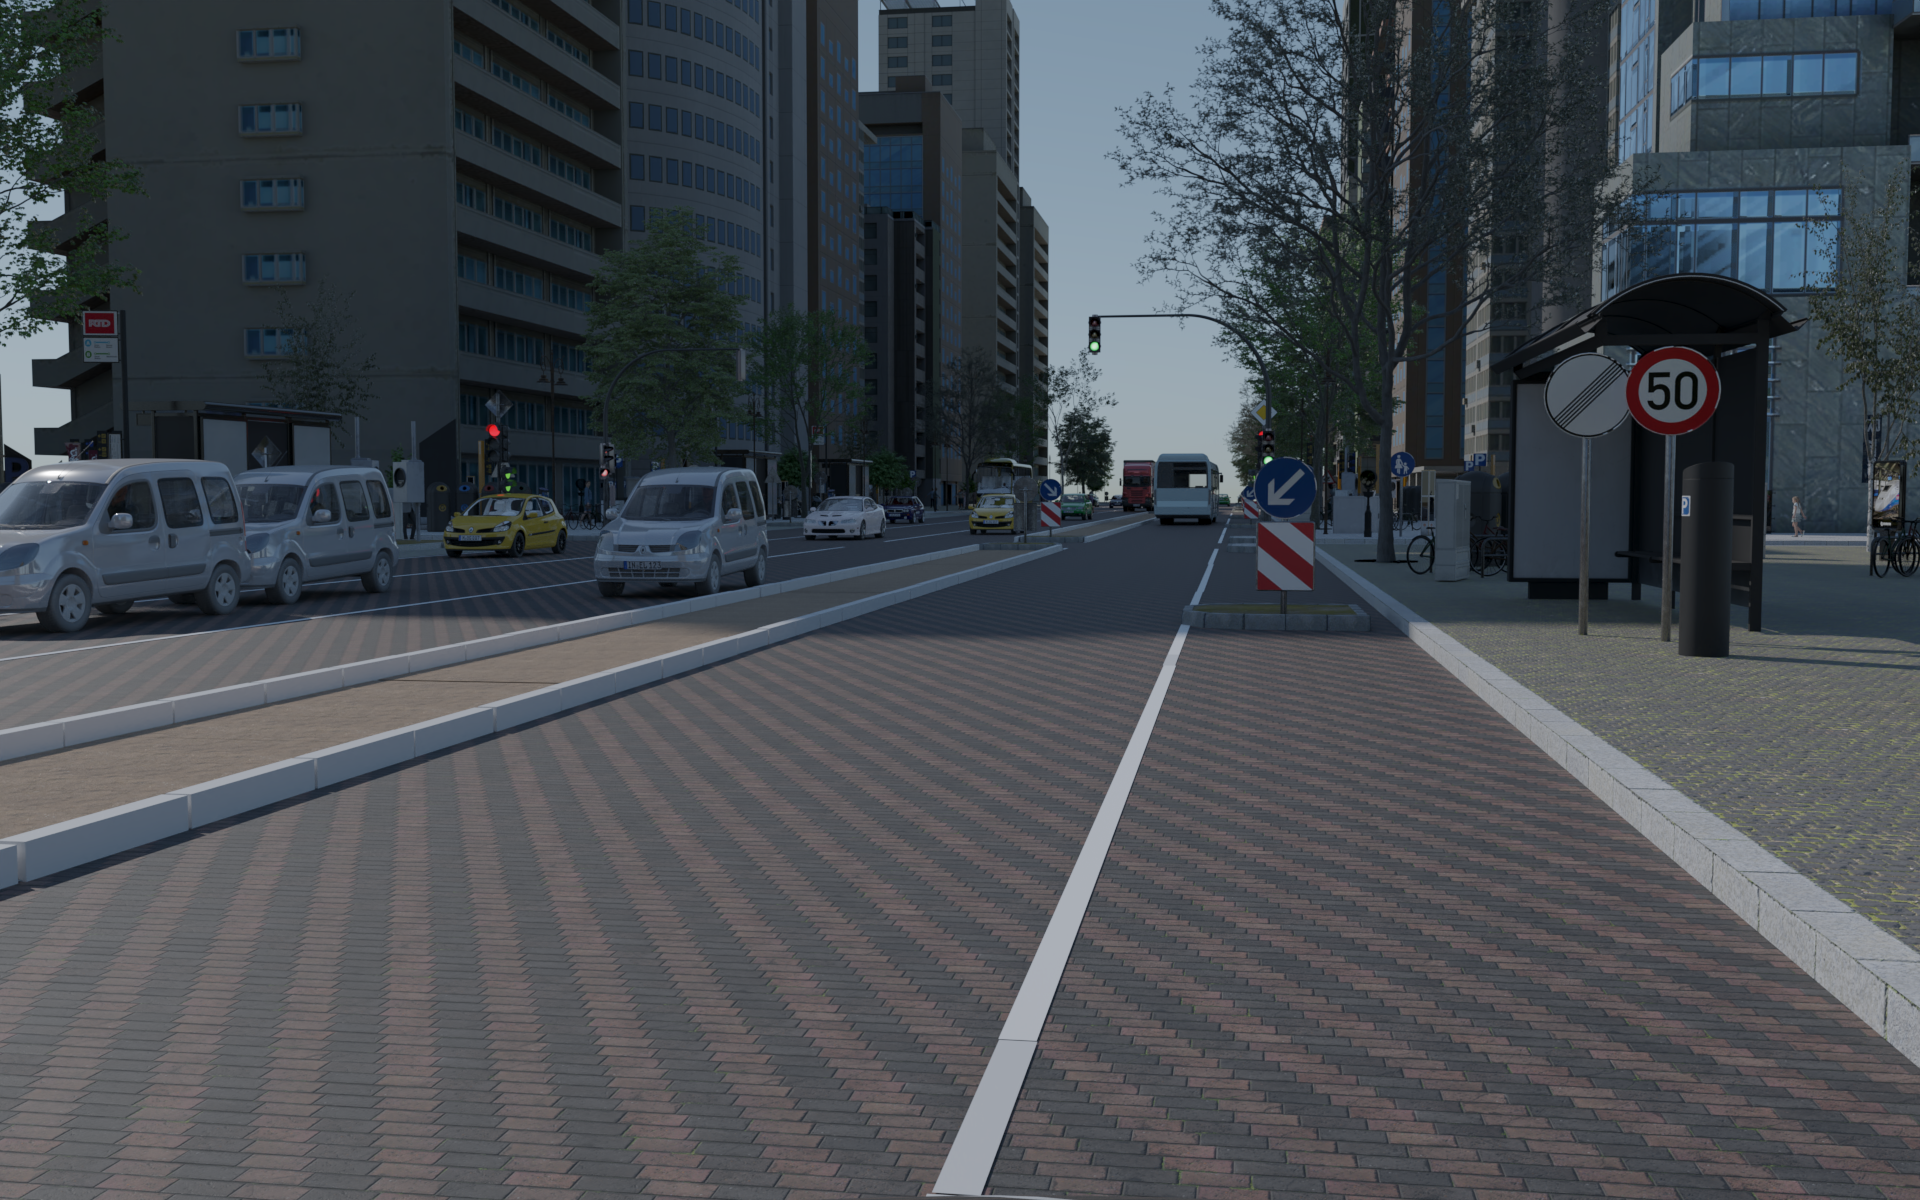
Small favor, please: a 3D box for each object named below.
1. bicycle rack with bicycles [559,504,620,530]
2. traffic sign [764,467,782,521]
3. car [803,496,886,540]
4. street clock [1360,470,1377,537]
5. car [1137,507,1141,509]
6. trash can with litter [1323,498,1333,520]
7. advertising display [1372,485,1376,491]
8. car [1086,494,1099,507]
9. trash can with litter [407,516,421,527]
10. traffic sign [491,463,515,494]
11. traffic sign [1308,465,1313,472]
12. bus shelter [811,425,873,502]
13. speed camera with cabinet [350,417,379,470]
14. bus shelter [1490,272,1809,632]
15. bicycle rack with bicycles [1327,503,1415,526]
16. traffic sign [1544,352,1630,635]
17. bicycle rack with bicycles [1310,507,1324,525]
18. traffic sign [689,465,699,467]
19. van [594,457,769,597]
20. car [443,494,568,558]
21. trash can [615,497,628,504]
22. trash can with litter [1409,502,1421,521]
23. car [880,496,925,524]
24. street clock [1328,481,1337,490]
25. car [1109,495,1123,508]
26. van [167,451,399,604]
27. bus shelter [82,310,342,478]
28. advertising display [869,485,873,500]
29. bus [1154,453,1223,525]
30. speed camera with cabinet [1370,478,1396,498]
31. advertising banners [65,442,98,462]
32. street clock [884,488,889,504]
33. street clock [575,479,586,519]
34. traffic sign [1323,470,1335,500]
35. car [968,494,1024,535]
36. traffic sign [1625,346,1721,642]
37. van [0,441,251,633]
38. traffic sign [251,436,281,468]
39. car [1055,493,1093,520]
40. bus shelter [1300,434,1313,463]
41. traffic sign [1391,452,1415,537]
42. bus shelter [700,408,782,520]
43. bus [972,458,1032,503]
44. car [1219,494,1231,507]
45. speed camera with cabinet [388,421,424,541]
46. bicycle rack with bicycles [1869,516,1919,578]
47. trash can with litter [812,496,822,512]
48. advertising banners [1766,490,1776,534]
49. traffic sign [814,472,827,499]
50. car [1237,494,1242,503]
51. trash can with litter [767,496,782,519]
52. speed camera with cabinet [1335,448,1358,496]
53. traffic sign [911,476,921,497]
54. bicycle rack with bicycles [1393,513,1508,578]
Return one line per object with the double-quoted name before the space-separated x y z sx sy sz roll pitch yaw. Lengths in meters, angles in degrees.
"bicycle rack with bicycles" -13.054 -3.015 62.683 2.852 0.926 2.925 -3 5 -39
"traffic sign" -8.872 -5.020 82.076 0.884 2.594 0.081 1 4 16
"car" -3.646 -2.637 55.472 2.083 1.381 4.827 1 4 10
"street clock" 12.133 -2.868 51.470 0.471 2.002 0.358 2 4 29
"car" 18.709 -10.012 172.371 2.281 1.827 5.304 1 4 8
"trash can with litter" 18.289 -4.575 86.193 0.624 1.170 1.055 -3 4 -37
"advertising display" 29.043 -7.046 120.420 0.123 1.923 0.974 -3 5 -39
"car" 14.296 -10.941 190.684 2.131 1.459 4.920 1 4 10
"trash can with litter" -21.054 -3.439 67.281 1.678 1.210 2.233 -3 5 -43
"traffic sign" -14.473 -3.351 54.797 0.884 2.594 0.081 1 4 19
"traffic sign" 15.095 -4.622 75.676 0.768 2.556 0.104 1 4 11
"bus shelter" -7.202 -7.732 104.046 2.179 5.291 8.768 1 4 9
"speed camera with cabinet" -15.234 -3.030 43.884 0.660 3.252 2.038 0 4 -5
"bus shelter" 7.098 -1.508 18.583 2.014 3.302 5.546 1 4 9
"bicycle rack with bicycles" 14.988 -2.925 61.198 2.925 0.926 2.852 -1 4 -10
"traffic sign" 5.672 -0.953 15.692 0.768 2.556 0.104 1 4 14
"bicycle rack with bicycles" 15.509 -3.428 69.437 2.925 0.926 2.852 0 4 7
"traffic sign" -11.578 -4.598 75.277 0.768 2.556 0.104 1 4 14
"van" -4.033 -1.128 25.453 2.013 2.044 4.112 0 4 8
"car" -10.582 -1.843 40.358 2.015 1.641 3.980 1 4 9
"trash can" -14.554 -3.826 74.215 0.748 1.137 0.748 0 3 0
"trash can with litter" 21.633 -4.282 81.403 1.055 1.170 0.624 2 4 26
"car" -2.844 -4.425 84.929 1.945 1.354 3.894 1 4 9
"street clock" 19.943 -5.392 92.728 0.358 2.002 0.471 -2 4 -33
"car" 16.048 -9.954 175.330 1.945 1.354 3.894 1 4 9
"van" -9.331 -1.031 23.863 2.013 2.044 4.112 0 4 7
"bus shelter" -17.648 -3.838 40.380 2.179 5.291 8.768 1 4 9
"advertising display" -6.337 -6.849 117.200 0.974 1.923 0.123 -2 4 -33
"bus" 11.230 -5.500 84.779 2.948 3.499 13.247 1 4 10
"speed camera with cabinet" 24.765 -6.573 101.799 2.038 3.252 0.660 -3 4 -37
"advertising banners" -29.394 -3.842 59.006 0.090 3.025 2.074 3 5 39
"street clock" -4.973 -6.915 117.625 0.471 2.002 0.358 1 4 18
"street clock" -17.720 -4.678 81.047 0.471 2.002 0.358 -3 5 -41
"traffic sign" 18.908 -5.458 89.237 0.884 2.594 0.081 1 4 11
"car" 1.380 -3.197 62.489 2.015 1.641 3.980 1 4 9
"traffic sign" 6.144 -0.911 14.999 0.768 2.556 0.104 1 4 18
"van" -9.754 -0.754 19.337 2.013 2.044 4.112 1 4 11
"traffic sign" -15.680 -2.412 39.173 0.795 2.593 0.064 1 4 17
"car" 6.310 -5.340 96.102 1.959 1.807 4.718 1 4 11
"bus shelter" 22.140 -8.302 113.369 2.179 5.291 8.768 1 4 9
"traffic sign" 13.275 -3.180 52.097 0.768 2.556 0.104 1 4 10
"bus shelter" -10.673 -6.427 82.709 2.179 5.291 8.768 1 4 9
"bus" 3.131 -7.917 120.990 2.896 3.916 12.252 1 4 9
"car" 30.203 -11.659 199.414 1.959 1.807 4.718 1 4 11
"speed camera with cabinet" -15.498 -3.248 47.441 2.038 3.252 0.660 3 5 40
"bicycle rack with bicycles" 15.240 -0.815 26.714 2.925 0.926 2.852 -1 4 -20
"trash can with litter" -7.926 -5.276 97.647 0.624 1.170 1.055 -2 4 -34
"advertising banners" 25.361 -3.674 56.251 2.074 3.025 0.090 3 4 36
"traffic sign" -7.936 -6.021 98.555 0.768 2.556 0.104 1 4 11
"car" 44.694 -16.123 273.396 2.009 1.686 4.222 1 4 10
"trash can with litter" -9.679 -4.755 89.128 1.055 1.170 0.624 0 4 3
"speed camera with cabinet" 16.305 -4.812 73.011 0.660 3.252 2.038 2 4 24
"traffic sign" -3.131 -7.518 123.017 0.768 2.556 0.104 1 4 15
"bicycle rack with bicycles" 8.516 -0.869 27.591 2.925 0.926 2.852 -1 4 -9
